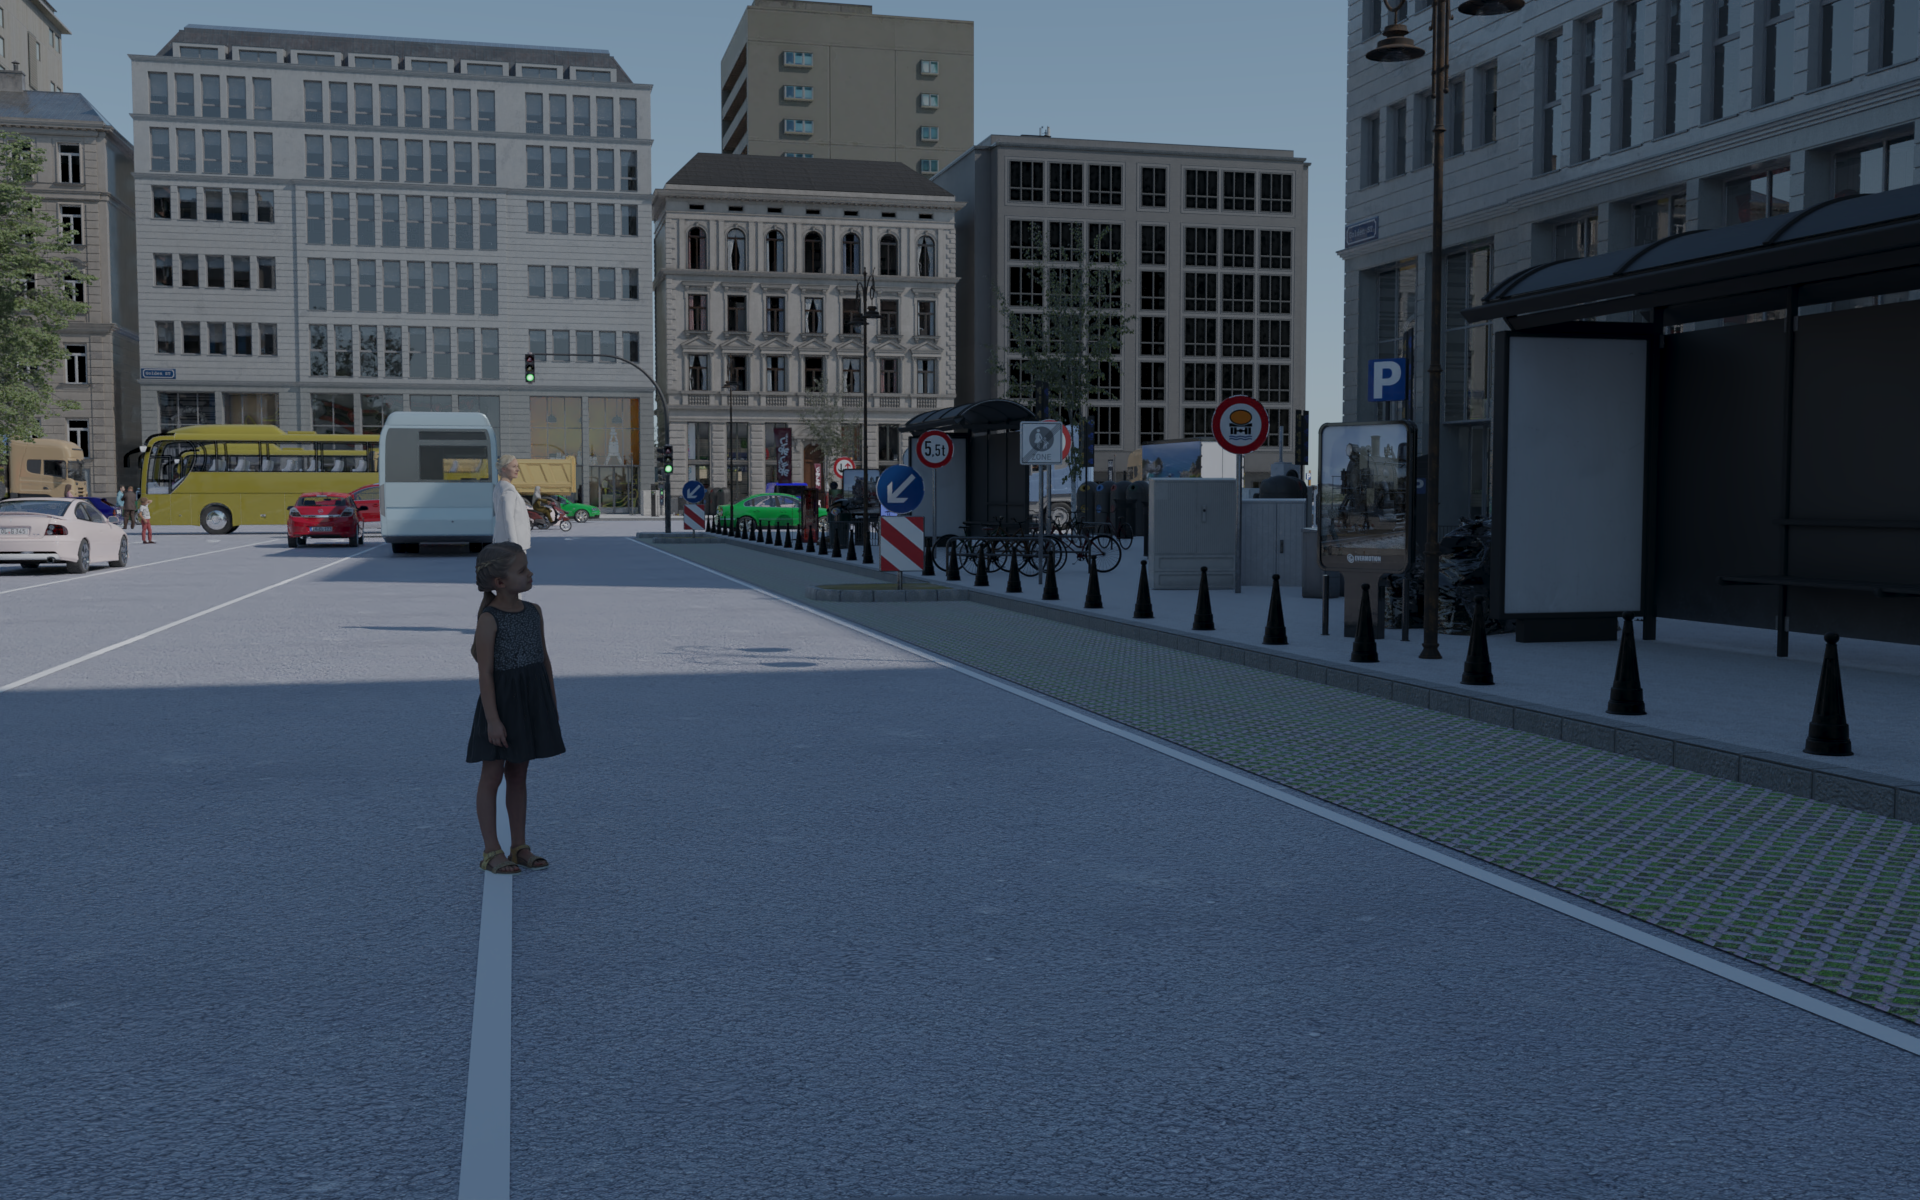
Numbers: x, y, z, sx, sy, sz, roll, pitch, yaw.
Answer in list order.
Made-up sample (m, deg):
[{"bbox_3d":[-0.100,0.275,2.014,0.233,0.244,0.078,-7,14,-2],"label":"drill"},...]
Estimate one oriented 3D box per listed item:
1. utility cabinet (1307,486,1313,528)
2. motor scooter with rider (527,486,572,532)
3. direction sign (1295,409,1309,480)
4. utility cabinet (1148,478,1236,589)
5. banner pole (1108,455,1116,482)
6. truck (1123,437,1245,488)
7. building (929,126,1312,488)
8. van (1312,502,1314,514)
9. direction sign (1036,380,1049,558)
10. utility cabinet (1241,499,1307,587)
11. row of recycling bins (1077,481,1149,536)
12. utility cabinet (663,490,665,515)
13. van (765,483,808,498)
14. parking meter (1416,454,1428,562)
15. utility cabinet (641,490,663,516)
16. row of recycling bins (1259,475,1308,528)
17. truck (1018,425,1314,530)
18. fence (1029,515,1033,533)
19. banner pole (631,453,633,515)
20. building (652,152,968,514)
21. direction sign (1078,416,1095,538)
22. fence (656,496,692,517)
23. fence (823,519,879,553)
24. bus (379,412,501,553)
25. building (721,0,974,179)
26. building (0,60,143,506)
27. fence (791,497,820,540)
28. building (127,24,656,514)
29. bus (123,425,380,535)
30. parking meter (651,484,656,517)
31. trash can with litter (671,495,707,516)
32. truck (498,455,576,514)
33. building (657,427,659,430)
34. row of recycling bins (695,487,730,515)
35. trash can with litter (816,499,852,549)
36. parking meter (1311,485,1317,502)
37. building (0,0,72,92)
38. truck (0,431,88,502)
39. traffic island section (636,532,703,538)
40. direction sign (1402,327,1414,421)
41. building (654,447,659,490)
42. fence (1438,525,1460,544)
[{"bbox_3d":[8.105,-2.042,42.064,1.173,1.500,0.318,-3,5,-44],"label":"utility cabinet"},{"bbox_3d":[-15.806,-3.485,65.951,1.986,1.779,0.876,-1,4,-13],"label":"motor scooter with rider"},{"bbox_3d":[9.217,-3.348,46.732,0.379,3.537,0.876,2,4,33],"label":"direction sign"},{"bbox_3d":[3.146,-0.893,23.288,1.173,1.500,0.318,-1,4,-8],"label":"utility cabinet"},{"bbox_3d":[9.662,-7.334,109.923,0.401,3.779,0.863,-3,5,-40],"label":"banner pole"},{"bbox_3d":[11.459,-6.220,90.605,2.839,4.237,11.283,-1,4,-15],"label":"truck"},{"bbox_3d":[11.120,-20.102,122.178,24.014,27.812,14.314,-1,4,-14],"label":"building"},{"bbox_3d":[17.923,-4.533,81.125,4.112,2.044,2.013,-1,4,-15],"label":"van"},{"bbox_3d":[1.653,-2.624,34.908,0.379,3.537,0.876,1,4,18],"label":"direction sign"},{"bbox_3d":[4.314,-0.799,24.221,1.020,1.237,0.306,1,4,14],"label":"utility cabinet"},{"bbox_3d":[4.838,-2.870,54.038,1.069,1.692,3.534,-2,4,-30],"label":"row of recycling bins"},{"bbox_3d":[-17.850,-5.775,103.099,0.318,1.500,1.173,-2,4,-35],"label":"utility cabinet"},{"bbox_3d":[-9.009,-5.296,90.973,2.240,2.365,5.245,-1,4,-14],"label":"van"},{"bbox_3d":[6.560,-1.176,24.937,0.399,1.863,0.255,1,4,12],"label":"parking meter"},{"bbox_3d":[-18.204,-5.699,101.864,0.318,1.500,1.173,3,5,44],"label":"utility cabinet"},{"bbox_3d":[7.328,-1.971,39.344,1.069,1.692,3.534,1,4,15],"label":"row of recycling bins"},{"bbox_3d":[10.184,-4.753,67.466,18.799,4.110,2.967,-1,4,-16],"label":"truck"},{"bbox_3d":[1.107,-2.270,52.494,2.069,0.683,0.278,1,4,21],"label":"fence"},{"bbox_3d":[-19.872,-7.036,105.052,0.401,3.779,0.863,0,4,-6],"label":"banner pole"},{"bbox_3d":[-10.498,-17.502,115.032,19.941,23.489,11.050,-1,4,-14],"label":"building"},{"bbox_3d":[3.683,-3.578,50.505,0.379,3.537,0.876,-2,4,-26],"label":"direction sign"},{"bbox_3d":[-16.127,-5.330,98.356,2.264,1.192,0.480,-1,4,-16],"label":"fence"},{"bbox_3d":[-2.049,-1.355,37.534,2.069,0.683,0.278,2,4,28],"label":"fence"},{"bbox_3d":[-13.417,-3.082,45.251,2.948,3.499,13.247,-1,4,-15],"label":"bus"},{"bbox_3d":[-11.333,-33.365,169.225,21.300,48.544,21.600,-1,4,-14],"label":"building"},{"bbox_3d":[-62.395,-18.684,102.744,25.104,27.353,12.463,-1,4,-14],"label":"building"},{"bbox_3d":[-4.365,-2.313,49.021,0.480,1.192,2.264,0,4,5],"label":"fence"},{"bbox_3d":[-34.682,-20.277,109.027,29.804,29.767,11.434,-1,4,-14],"label":"building"},{"bbox_3d":[-23.303,-4.352,62.696,12.252,3.916,2.896,-1,4,-16],"label":"bus"},{"bbox_3d":[-17.305,-5.628,97.725,0.255,1.863,0.399,-1,4,-12],"label":"parking meter"},{"bbox_3d":[-15.959,-5.528,101.445,2.233,1.210,1.678,1,4,16],"label":"trash can with litter"},{"bbox_3d":[-22.176,-4.966,77.119,9.791,3.379,3.469,-1,4,-16],"label":"truck"},{"bbox_3d":[-40.314,-30.719,273.962,14.107,30.474,14.160,-1,4,-14],"label":"building"},{"bbox_3d":[-14.950,-5.981,104.908,1.069,1.692,3.534,-3,4,-39],"label":"row of recycling bins"},{"bbox_3d":[-3.009,-1.788,40.621,0.624,1.170,1.055,-3,5,-40],"label":"trash can with litter"},{"bbox_3d":[22.815,-6.473,111.544,0.255,1.863,0.399,-2,4,-24],"label":"parking meter"},{"bbox_3d":[-103.457,-35.330,166.880,27.495,52.752,28.713,-1,4,-14],"label":"building"},{"bbox_3d":[-43.650,-5.292,75.431,11.283,4.237,2.839,-1,4,-13],"label":"truck"},{"bbox_3d":[-9.598,-2.125,57.027,2.009,0.180,2.903,-1,4,-14],"label":"traffic island section"},{"bbox_3d":[6.198,-1.960,24.043,0.379,3.537,0.876,0,4,7],"label":"direction sign"},{"bbox_3d":[-62.577,-41.959,275.260,27.495,52.752,28.713,-1,4,-14],"label":"building"},{"bbox_3d":[9.943,-1.058,32.670,2.069,0.683,0.278,2,4,25],"label":"fence"}]
